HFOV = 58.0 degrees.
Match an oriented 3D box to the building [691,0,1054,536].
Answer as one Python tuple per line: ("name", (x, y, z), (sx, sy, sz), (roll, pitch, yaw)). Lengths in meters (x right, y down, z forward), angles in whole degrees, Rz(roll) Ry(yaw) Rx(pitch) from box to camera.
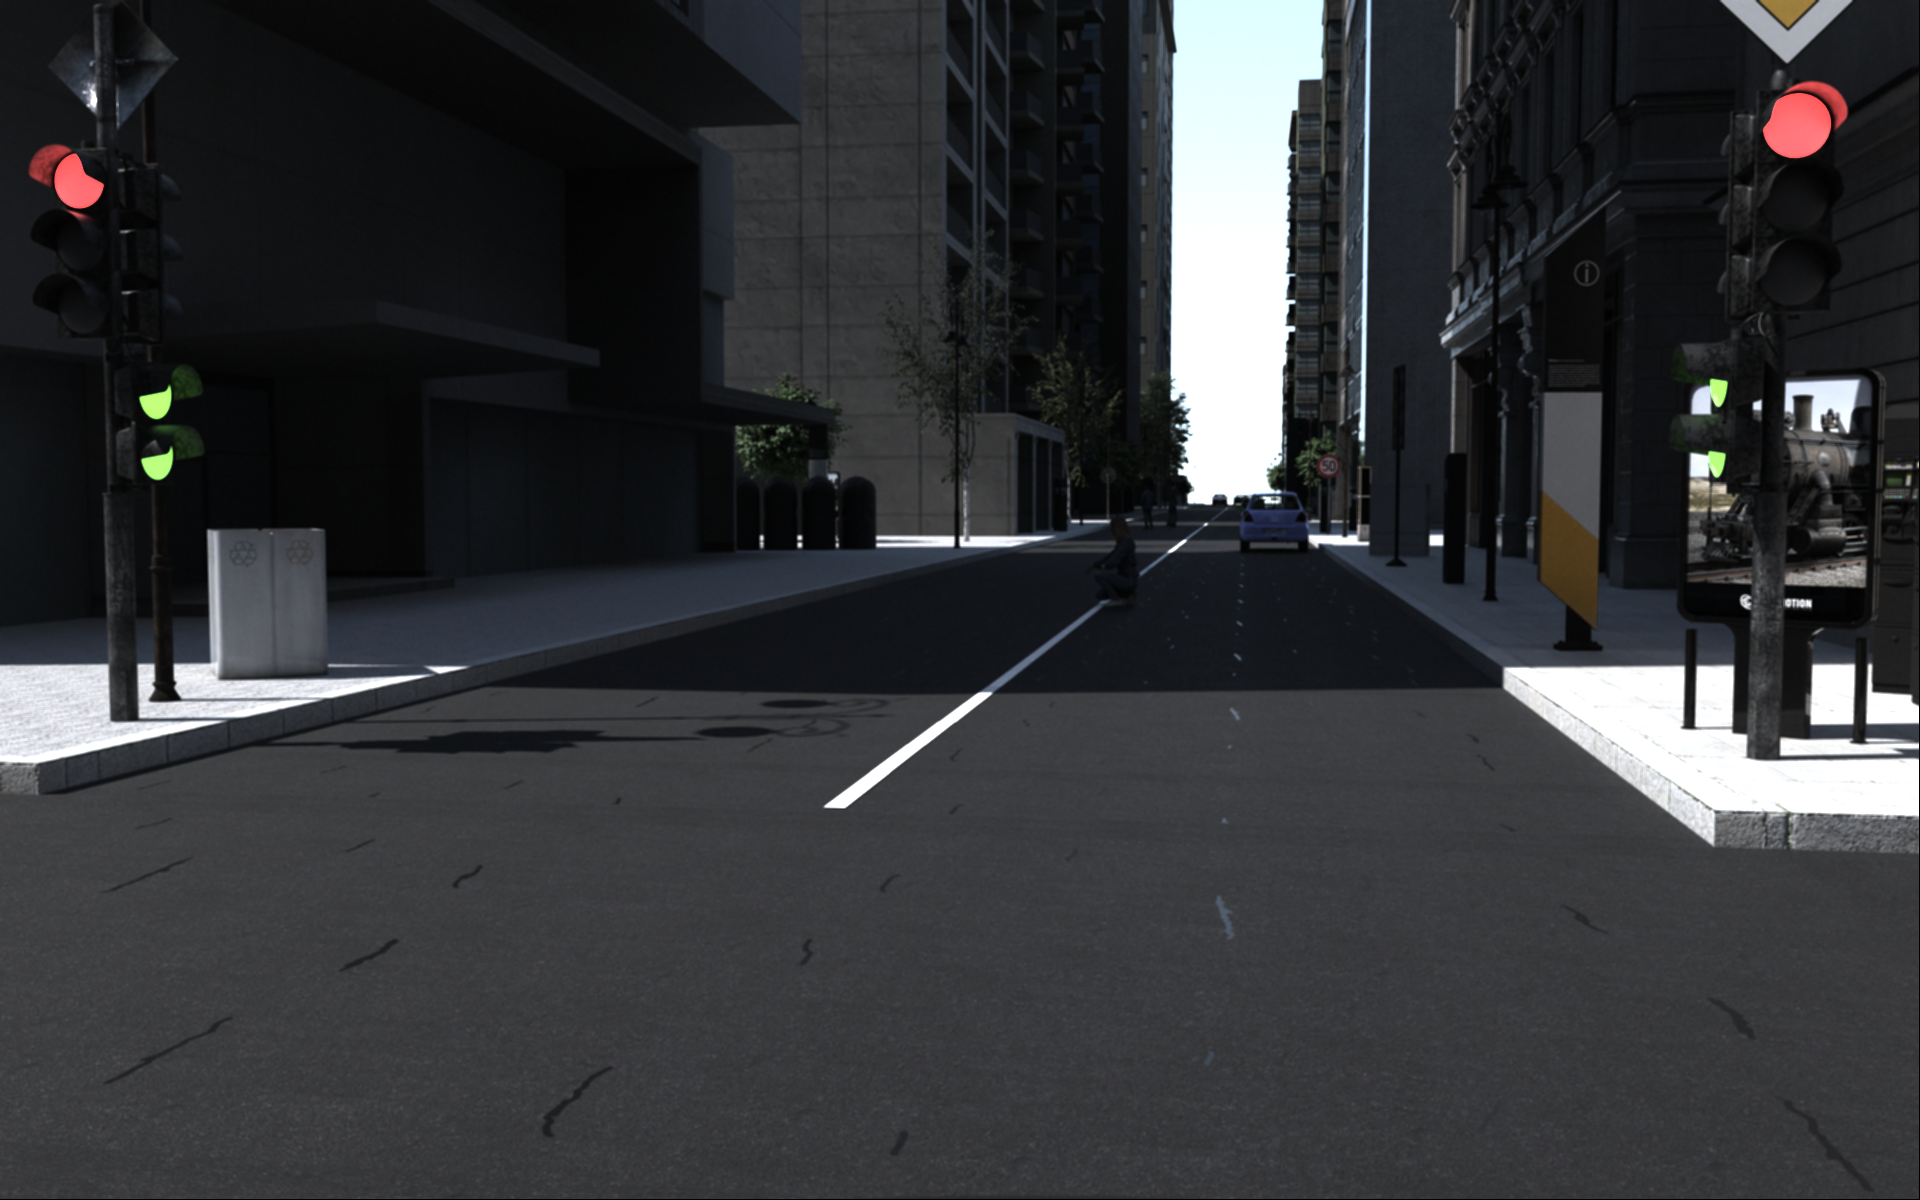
("building", (-6.752, -38.152, 62.037), (20.563, 71.187, 20.611), (1, 4, 9))

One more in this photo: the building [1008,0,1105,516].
("building", (-3.369, -27.226, 99.770), (22.147, 44.769, 28.867), (1, 4, 9))

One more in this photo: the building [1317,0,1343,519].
("building", (26.561, -19.693, 93.680), (14.160, 30.474, 14.107), (1, 4, 9))

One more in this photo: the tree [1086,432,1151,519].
("tree", (8.327, -6.561, 90.991), (4.285, 4.588, 4.351), (0, 3, 0))

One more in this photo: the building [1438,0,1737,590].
("building", (16.541, -11.660, 41.549), (10.553, 20.767, 40.483), (1, 4, 9))

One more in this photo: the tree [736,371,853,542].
("tree", (-4.564, -3.832, 46.374), (4.285, 4.588, 4.351), (0, 3, 0))

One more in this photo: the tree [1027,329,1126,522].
("tree", (5.178, -7.809, 78.040), (4.737, 8.622, 4.395), (0, 3, 0))

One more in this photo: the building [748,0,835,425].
("building", (0.648, -33.817, 142.149), (28.713, 52.752, 27.495), (1, 4, 9))

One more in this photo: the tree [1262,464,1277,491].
("tree", (30.441, -11.066, 164.636), (4.285, 4.588, 4.351), (0, 3, 0))

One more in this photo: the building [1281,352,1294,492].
("building", (55.736, -23.116, 222.991), (27.650, 21.520, 28.899), (1, 4, 9))

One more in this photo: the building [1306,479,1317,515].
("building", (39.000, -25.610, 110.608), (32.217, 40.220, 23.993), (1, 4, 9))

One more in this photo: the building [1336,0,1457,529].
("building", (22.300, -15.498, 71.417), (12.078, 24.808, 19.932), (1, 4, 9))

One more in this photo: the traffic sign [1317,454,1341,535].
("traffic sign", (11.680, -3.350, 54.879), (0.768, 2.556, 0.104), (1, 4, 15))

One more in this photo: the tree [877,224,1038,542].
("tree", (-0.057, -5.887, 46.609), (4.360, 8.622, 3.978), (0, 3, 0))

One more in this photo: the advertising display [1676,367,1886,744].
("advertising display", (4.308, -0.240, 9.143), (0.974, 1.923, 0.123), (3, 5, 41))

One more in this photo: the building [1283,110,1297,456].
("building", (47.713, -32.976, 193.786), (22.147, 44.769, 28.867), (1, 4, 9))

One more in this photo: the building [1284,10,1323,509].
("building", (37.839, -50.430, 137.201), (22.319, 86.520, 31.000), (1, 4, 9))

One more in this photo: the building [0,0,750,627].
("building", (-18.110, -26.654, 25.027), (28.713, 52.752, 27.495), (1, 4, 9))

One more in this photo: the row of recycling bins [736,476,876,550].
("row of recycling bins", (-3.687, -2.017, 40.089), (3.534, 1.692, 1.069), (-1, 4, -14))

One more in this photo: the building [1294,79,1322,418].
("building", (40.624, -29.954, 173.334), (14.154, 41.232, 14.086), (1, 4, 9))

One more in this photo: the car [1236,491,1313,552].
("car", (7.983, -2.104, 43.993), (1.945, 1.707, 3.694), (1, 4, 10))

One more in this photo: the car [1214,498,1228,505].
("car", (33.355, -12.849, 221.871), (2.131, 1.459, 4.920), (1, 4, 9))

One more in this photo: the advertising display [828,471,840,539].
("advertising display", (-3.902, -2.713, 49.574), (0.974, 1.923, 0.123), (1, 4, 16))

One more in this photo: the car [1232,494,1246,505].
("car", (35.709, -12.747, 220.203), (2.131, 1.459, 4.920), (1, 4, 10))

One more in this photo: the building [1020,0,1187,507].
("building", (19.861, -48.381, 229.287), (20.563, 71.187, 20.611), (1, 4, 9))

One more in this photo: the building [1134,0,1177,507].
("building", (7.803, -36.294, 182.637), (28.713, 52.752, 27.495), (1, 4, 9))

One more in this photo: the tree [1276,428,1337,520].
("tree", (18.402, -6.278, 86.360), (4.285, 4.588, 4.351), (0, 3, 0))

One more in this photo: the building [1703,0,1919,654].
("building", (16.339, -9.026, 12.199), (19.286, 19.102, 10.561), (1, 4, 9))

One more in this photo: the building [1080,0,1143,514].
("building", (5.228, -28.747, 120.123), (14.600, 45.320, 14.200), (1, 4, 9))

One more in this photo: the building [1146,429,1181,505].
("building", (10.353, -31.606, 208.642), (32.217, 40.220, 23.993), (1, 4, 9))

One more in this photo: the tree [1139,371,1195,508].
("tree", (18.211, -14.796, 160.046), (7.486, 12.596, 7.792), (0, 3, 0))

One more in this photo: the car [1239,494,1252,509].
("car", (23.370, -7.726, 138.125), (2.131, 1.459, 4.920), (1, 4, 9))

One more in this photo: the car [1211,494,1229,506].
("car", (31.806, -12.418, 212.070), (2.155, 1.783, 4.494), (1, 4, 9))

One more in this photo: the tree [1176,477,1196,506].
("tree", (24.959, -12.106, 192.535), (1.663, 3.219, 1.824), (0, 3, 0))
